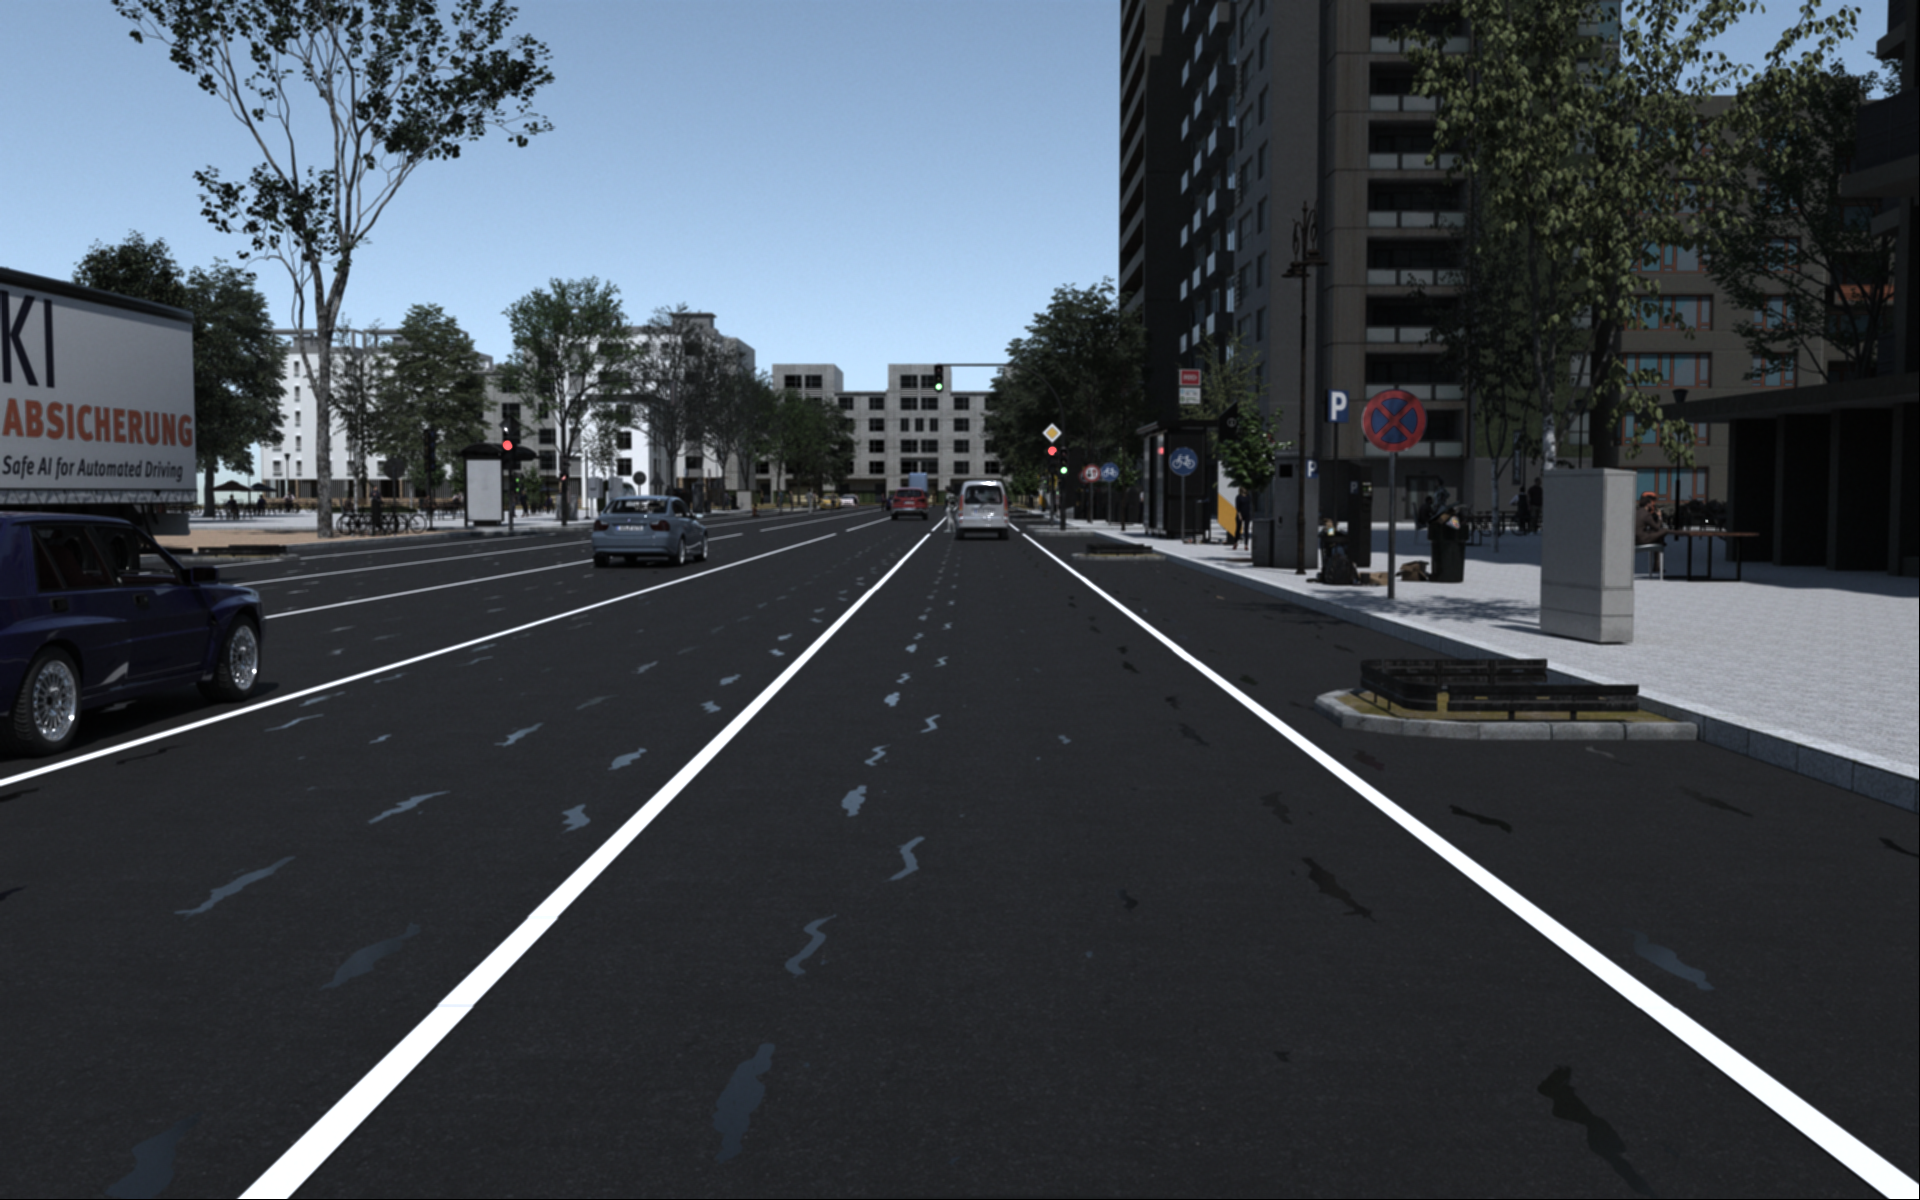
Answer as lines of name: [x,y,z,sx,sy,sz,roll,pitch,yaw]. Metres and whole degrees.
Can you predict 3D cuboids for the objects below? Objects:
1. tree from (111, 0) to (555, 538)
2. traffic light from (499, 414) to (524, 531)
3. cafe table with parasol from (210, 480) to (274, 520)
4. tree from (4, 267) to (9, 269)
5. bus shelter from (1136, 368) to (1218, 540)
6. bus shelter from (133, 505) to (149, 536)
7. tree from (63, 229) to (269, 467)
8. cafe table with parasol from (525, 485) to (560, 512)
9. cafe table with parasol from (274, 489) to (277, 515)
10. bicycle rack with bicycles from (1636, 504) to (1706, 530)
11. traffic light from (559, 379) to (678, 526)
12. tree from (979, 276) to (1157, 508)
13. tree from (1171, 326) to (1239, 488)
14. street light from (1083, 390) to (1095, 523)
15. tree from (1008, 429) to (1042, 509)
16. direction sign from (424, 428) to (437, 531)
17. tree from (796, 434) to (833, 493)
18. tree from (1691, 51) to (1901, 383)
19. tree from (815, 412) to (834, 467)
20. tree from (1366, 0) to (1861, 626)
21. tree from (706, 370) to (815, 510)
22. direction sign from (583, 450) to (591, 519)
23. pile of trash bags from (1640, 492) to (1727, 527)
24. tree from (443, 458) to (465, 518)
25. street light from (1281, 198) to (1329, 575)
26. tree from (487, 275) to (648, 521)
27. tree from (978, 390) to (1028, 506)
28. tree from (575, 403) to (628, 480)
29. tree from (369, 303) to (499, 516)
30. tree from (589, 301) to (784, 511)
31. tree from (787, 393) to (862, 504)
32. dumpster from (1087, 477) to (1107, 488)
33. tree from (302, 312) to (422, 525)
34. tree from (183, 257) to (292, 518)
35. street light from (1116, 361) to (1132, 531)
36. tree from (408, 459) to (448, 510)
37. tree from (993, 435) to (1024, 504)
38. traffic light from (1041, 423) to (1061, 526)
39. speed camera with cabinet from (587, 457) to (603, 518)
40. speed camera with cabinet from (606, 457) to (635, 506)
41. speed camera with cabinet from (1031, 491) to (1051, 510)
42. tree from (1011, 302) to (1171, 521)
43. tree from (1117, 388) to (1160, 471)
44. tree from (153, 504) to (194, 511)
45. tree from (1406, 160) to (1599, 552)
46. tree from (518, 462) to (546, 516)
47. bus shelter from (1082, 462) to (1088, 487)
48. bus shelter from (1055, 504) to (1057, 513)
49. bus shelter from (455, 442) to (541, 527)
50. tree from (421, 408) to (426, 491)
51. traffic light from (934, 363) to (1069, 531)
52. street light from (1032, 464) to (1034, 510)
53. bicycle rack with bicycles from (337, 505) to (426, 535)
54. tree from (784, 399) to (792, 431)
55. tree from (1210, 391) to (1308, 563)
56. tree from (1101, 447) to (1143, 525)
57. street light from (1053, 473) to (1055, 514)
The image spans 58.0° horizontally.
tree: [-17.522,-11.936,51.039,12.611,20.169,13.585,0,3,0]
traffic light: [-15.724,-4.385,60.610,0.839,4.253,0.868,0,4,0]
cafe table with parasol: [-36.353,-4.995,86.539,2.610,1.966,2.610,3,4,38]
tree: [-23.339,-5.431,39.158,4.360,8.622,3.978,0,3,0]
bus shelter: [6.626,-4.607,52.959,2.179,5.291,8.768,0,4,0]
bus shelter: [-19.532,-3.539,35.500,2.179,5.291,8.768,0,4,0]
tree: [-35.805,-9.696,75.531,9.611,12.733,9.660,0,3,0]
cafe table with parasol: [-30.462,-7.417,126.129,2.610,1.966,2.610,0,4,-2]
cafe table with parasol: [-42.038,-6.053,103.833,2.610,1.966,2.610,2,4,29]
bicycle rack with bicycles: [24.498,-2.854,60.040,2.852,0.926,2.925,0,4,0]
traffic light: [-13.587,-5.746,68.618,4.771,5.953,1.251,0,4,0]
tree: [6.844,-11.935,101.790,9.857,13.997,8.962,0,3,0]
tree: [11.415,-7.645,75.353,4.737,8.622,4.395,0,3,0]
street light: [5.774,-6.398,77.393,0.468,5.910,1.993,0,4,0]
tree: [6.433,-12.307,151.574,4.737,8.622,4.395,0,3,0]
direction sign: [-18.297,-4.148,59.819,0.379,3.537,0.876,-3,5,-40]
tree: [-17.712,-15.837,209.289,4.360,8.622,3.978,0,3,0]
tree: [20.569,-6.966,39.644,9.928,11.665,9.643,0,3,0]
tree: [-17.115,-14.578,164.109,9.928,11.665,9.643,0,3,0]
tree: [5.842,-4.037,16.360,4.737,8.622,4.395,0,3,0]
tree: [-17.841,-13.316,143.478,9.928,11.665,9.643,0,3,0]
direction sign: [-19.268,-5.958,89.407,0.379,3.537,0.876,-1,4,-16]
pile of trash bags: [28.909,-3.622,68.977,3.447,1.369,1.912,1,4,13]
tree: [-26.941,-6.061,93.699,1.663,3.219,1.824,0,3,0]
street light: [5.435,-3.343,27.449,0.468,5.910,1.993,0,4,0]
tree: [-18.724,-9.571,82.244,9.928,11.665,9.643,0,3,0]
tree: [7.009,-16.906,186.787,12.009,13.543,11.850,0,3,0]
tree: [-28.661,-11.583,139.744,4.360,8.622,3.978,0,3,0]
tree: [-31.282,-11.319,103.186,7.486,12.596,7.792,0,3,0]
tree: [-18.378,-12.226,110.269,12.009,13.543,11.850,0,3,0]
tree: [-17.621,-19.114,219.170,9.857,13.997,8.962,0,3,0]
dumpster: [7.571,-5.607,94.174,1.502,2.255,1.985,0,4,0]
tree: [-24.663,-7.392,71.217,4.360,8.622,3.978,0,3,0]
tree: [-41.175,-11.494,94.588,9.857,13.997,8.962,0,3,0]
street light: [5.687,-5.343,60.143,0.468,5.910,1.993,0,4,0]
tree: [-43.171,-9.584,140.419,4.285,4.588,4.351,0,3,0]
tree: [7.685,-17.622,213.868,9.928,11.665,9.643,0,3,0]
traffic light: [3.621,-4.867,68.504,0.839,4.253,0.868,0,4,0]
speed camera with cabinet: [-18.866,-6.012,92.630,2.038,3.252,0.660,1,4,15]
speed camera with cabinet: [-17.764,-5.903,90.857,0.660,3.252,2.038,-3,4,-36]
speed camera with cabinet: [6.488,-8.855,139.111,0.660,3.252,2.038,3,5,42]
tree: [6.596,-9.118,83.487,7.601,10.594,8.767,-1,4,-10]
tree: [11.129,-9.986,113.628,4.737,8.622,4.395,0,3,0]
tree: [-68.465,-14.179,133.645,18.604,14.587,13.155,-1,4,-12]
tree: [11.735,-5.339,37.658,4.360,8.622,3.978,0,3,0]
tree: [-25.494,-6.669,103.631,1.663,3.219,1.824,0,3,0]
bus shelter: [7.688,-7.208,111.779,2.014,3.302,5.546,0,4,0]
bus shelter: [7.069,-8.018,122.372,1.731,3.624,6.357,0,4,0]
bus shelter: [-18.649,-4.670,70.277,2.014,3.302,5.546,0,4,0]
tree: [-39.282,-10.587,123.467,4.360,8.622,3.978,0,3,0]
traffic light: [1.485,-5.243,60.389,4.771,5.953,1.251,0,4,0]
street light: [6.046,-10.397,142.783,0.468,5.910,1.993,0,4,0]
bicycle rack with bicycles: [-18.795,-2.611,56.075,2.925,0.926,2.852,-2,4,-27]
tree: [-17.868,-13.453,130.331,12.009,13.543,11.850,0,3,0]
tree: [5.476,-2.342,32.901,1.663,3.219,1.824,0,3,0]
tree: [6.538,-4.696,71.387,1.663,3.219,1.824,0,3,0]
street light: [5.974,-8.398,110.087,0.468,5.910,1.993,0,4,0]
